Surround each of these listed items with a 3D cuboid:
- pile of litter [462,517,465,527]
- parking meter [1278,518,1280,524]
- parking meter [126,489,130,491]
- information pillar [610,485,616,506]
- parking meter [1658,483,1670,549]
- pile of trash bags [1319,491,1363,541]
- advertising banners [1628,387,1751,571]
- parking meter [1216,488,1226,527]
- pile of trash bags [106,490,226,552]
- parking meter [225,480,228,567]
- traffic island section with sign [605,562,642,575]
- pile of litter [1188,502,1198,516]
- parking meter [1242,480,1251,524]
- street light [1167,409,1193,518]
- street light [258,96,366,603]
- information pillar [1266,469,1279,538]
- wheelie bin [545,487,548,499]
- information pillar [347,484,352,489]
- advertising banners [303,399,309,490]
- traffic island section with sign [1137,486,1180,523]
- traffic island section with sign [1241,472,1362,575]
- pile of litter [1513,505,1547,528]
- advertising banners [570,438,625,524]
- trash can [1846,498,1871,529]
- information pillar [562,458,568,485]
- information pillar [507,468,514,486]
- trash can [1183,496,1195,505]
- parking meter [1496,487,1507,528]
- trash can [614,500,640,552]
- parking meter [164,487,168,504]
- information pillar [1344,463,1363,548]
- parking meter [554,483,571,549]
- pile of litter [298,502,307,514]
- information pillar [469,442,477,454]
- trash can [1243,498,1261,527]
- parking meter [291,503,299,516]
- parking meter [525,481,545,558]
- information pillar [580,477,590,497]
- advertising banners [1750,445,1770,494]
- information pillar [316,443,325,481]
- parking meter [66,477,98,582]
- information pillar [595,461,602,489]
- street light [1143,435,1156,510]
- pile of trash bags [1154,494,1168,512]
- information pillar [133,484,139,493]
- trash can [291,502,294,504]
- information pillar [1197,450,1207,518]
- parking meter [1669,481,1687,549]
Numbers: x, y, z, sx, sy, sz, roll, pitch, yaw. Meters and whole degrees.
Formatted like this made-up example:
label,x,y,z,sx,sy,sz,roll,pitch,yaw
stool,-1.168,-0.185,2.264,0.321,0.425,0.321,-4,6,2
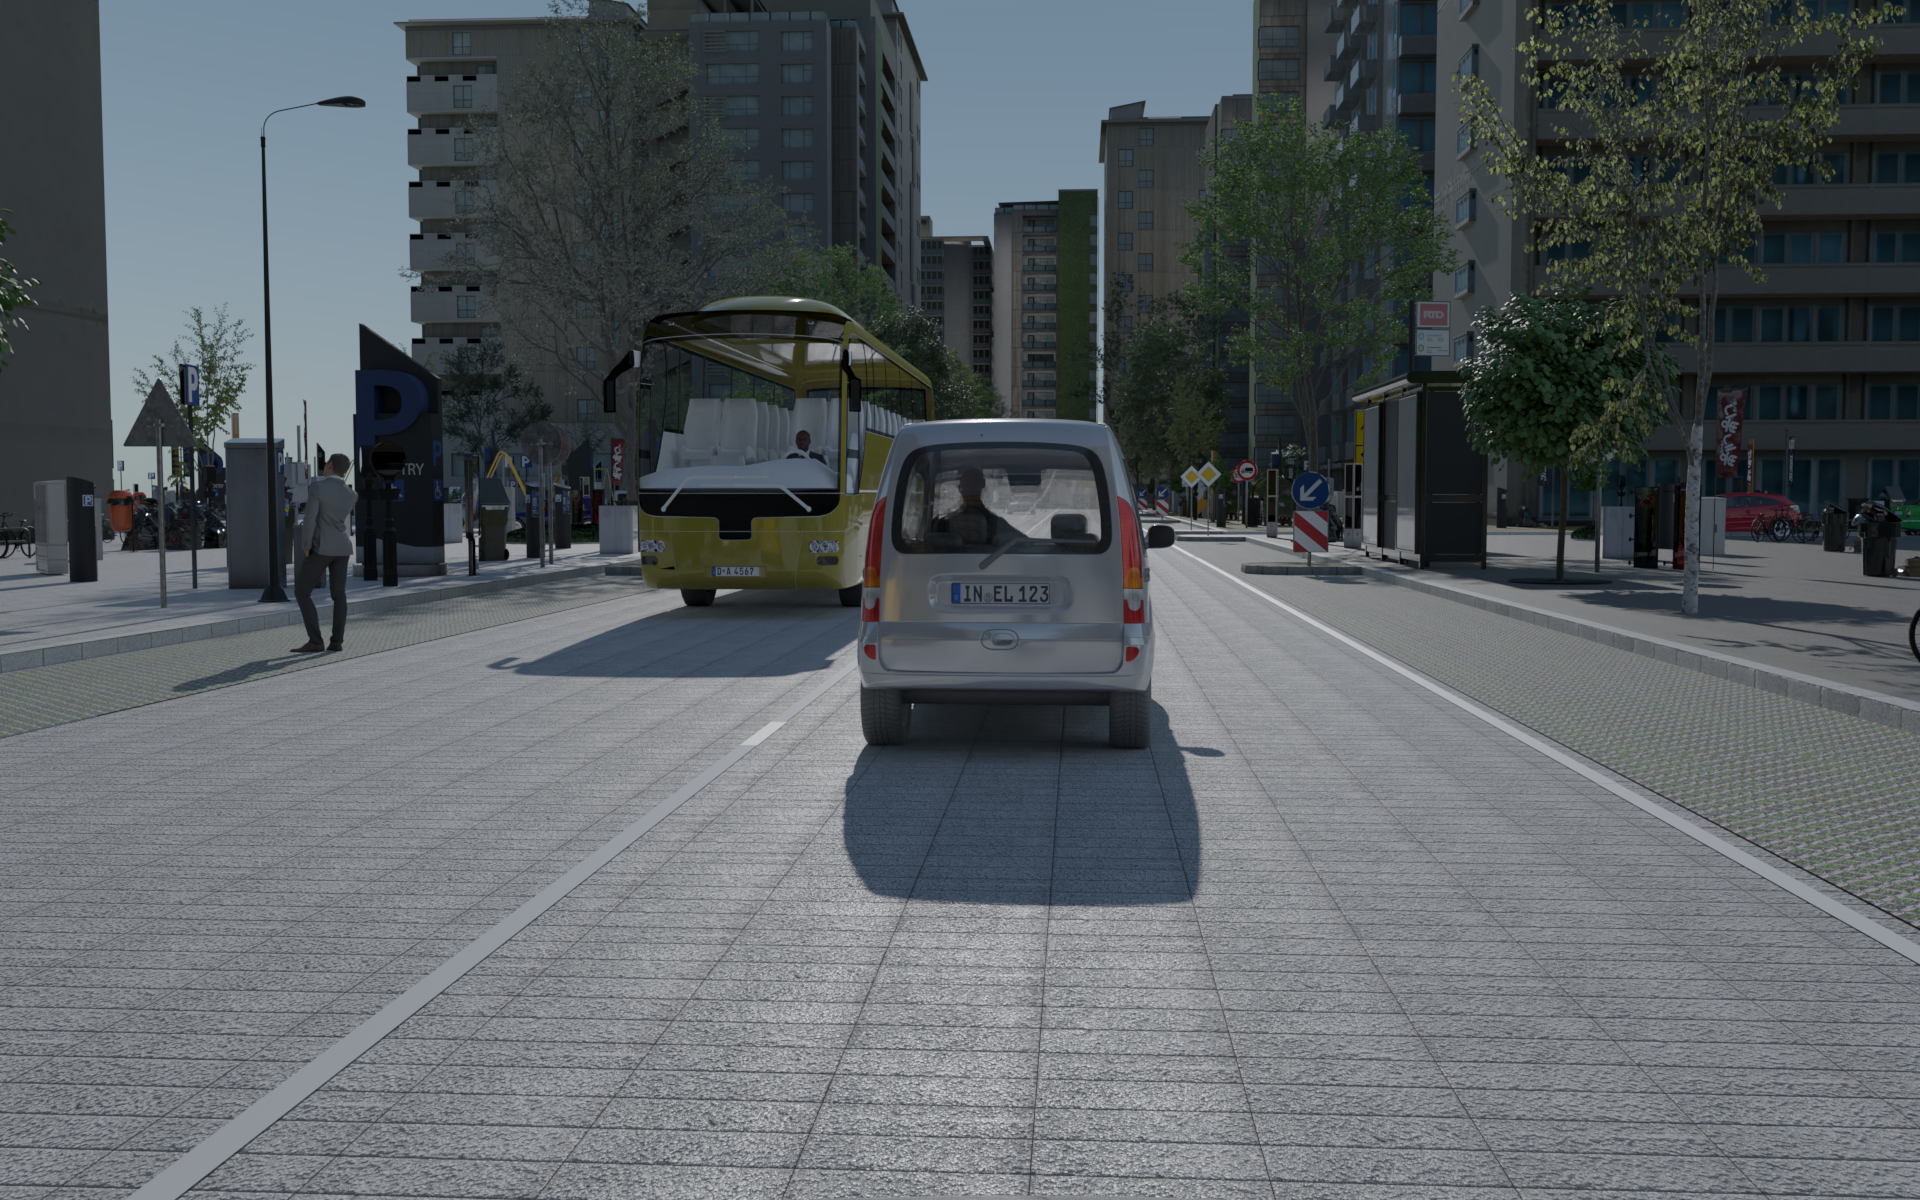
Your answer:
label,x,y,z,sx,sy,sz,roll,pitch,yaw
pile of litter,-19.843,-3.237,66.883,1.176,0.858,1.719,3,5,40
parking meter,14.006,-4.248,75.169,0.399,1.863,0.255,3,5,40
parking meter,-41.173,-4.714,85.479,0.372,1.533,0.369,0,3,0
information pillar,-21.862,-6.398,109.093,0.304,2.012,0.304,0,4,2
parking meter,16.532,-1.966,40.562,0.372,1.533,0.369,0,3,0
pile of trash bags,11.012,-2.404,49.055,1.912,1.369,3.447,1,4,23
advertising banners,12.306,-2.027,29.329,0.090,3.025,2.074,-3,4,-36
parking meter,10.139,-3.595,67.197,0.372,1.533,0.369,0,3,0
pile of trash bags,-18.366,-1.834,39.741,1.912,1.369,3.447,0,4,7
parking meter,-12.764,-1.356,30.579,0.372,1.533,0.369,0,3,0
traffic island section with sign,-5.164,-1.380,31.187,1.989,1.847,2.006,0,4,4
pile of litter,13.422,-5.231,99.488,1.719,0.858,1.176,-2,4,-35
parking meter,12.275,-4.186,74.152,0.399,1.863,0.255,0,4,-1
street light,11.963,-7.443,94.240,1.470,5.913,1.316,0,4,4
street light,-7.630,-2.928,20.407,1.470,5.913,1.316,0,4,4
information pillar,9.221,-2.851,51.108,0.304,2.012,0.304,1,4,17
wheelie bin,-17.985,-4.079,74.605,0.693,1.594,0.980,-3,5,-41
information pillar,-45.191,-7.574,128.324,0.304,2.012,0.304,-2,4,-33
advertising banners,-12.388,-2.253,33.029,0.090,3.025,2.074,-1,4,-15
traffic island section with sign,9.881,-4.720,85.802,1.989,1.847,2.006,0,4,4
traffic island section with sign,6.137,-1.391,31.371,1.989,1.847,2.006,0,4,4
pile of litter,22.008,-3.238,66.900,1.176,0.858,1.719,0,4,3
advertising banners,-11.463,-3.576,54.649,2.074,3.025,0.090,1,4,18
trash can,30.897,-2.932,59.598,0.748,1.137,0.748,0,3,0
information pillar,-22.516,-6.579,98.929,0.504,3.616,0.183,0,4,-8
information pillar,-27.763,-7.076,107.040,0.504,3.616,0.183,2,4,23
trash can,14.060,-5.776,106.084,0.748,1.137,0.748,0,3,0
parking meter,20.459,-3.486,65.401,0.372,1.533,0.369,0,3,0
trash can,-7.358,-1.652,38.661,0.748,1.137,0.748,0,3,0
parking meter,-61.326,-7.822,133.593,0.255,1.863,0.399,2,4,26
information pillar,9.318,-2.235,41.038,0.304,2.012,0.304,-2,4,-34
parking meter,-9.361,-1.981,40.792,0.372,1.533,0.369,0,3,0
pile of litter,-42.125,-5.925,110.841,1.719,0.858,1.176,2,4,25
information pillar,-21.858,-5.291,77.866,0.183,3.616,0.504,2,4,24
trash can,11.387,-3.414,67.465,0.748,1.137,0.748,0,3,0
parking meter,-39.659,-5.964,103.224,0.255,1.863,0.399,1,4,17
parking meter,-8.531,-1.614,34.796,0.372,1.533,0.369,0,3,0
information pillar,-16.051,-4.260,74.135,0.304,2.012,0.304,-3,4,-36
advertising banners,28.419,-4.008,61.713,2.074,3.025,0.090,-3,5,-43
information pillar,-29.188,-5.370,79.148,0.183,3.616,0.504,1,4,21
parking meter,-12.834,-1.035,25.326,0.372,1.533,0.369,0,3,0
information pillar,-25.163,-7.903,120.571,0.504,3.616,0.183,-2,4,-33
street light,14.699,-9.990,135.879,1.470,5.913,1.316,0,4,4
pile of trash bags,15.557,-7.102,125.869,3.447,1.369,1.912,3,5,43
information pillar,-58.586,-7.258,123.152,0.304,2.012,0.304,-3,5,-40
trash can,-30.286,-4.064,78.106,0.748,1.137,0.748,0,3,0
information pillar,12.892,-6.172,92.274,0.504,3.616,0.183,2,4,24
parking meter,13.981,-1.524,33.334,0.372,1.533,0.369,0,3,0
